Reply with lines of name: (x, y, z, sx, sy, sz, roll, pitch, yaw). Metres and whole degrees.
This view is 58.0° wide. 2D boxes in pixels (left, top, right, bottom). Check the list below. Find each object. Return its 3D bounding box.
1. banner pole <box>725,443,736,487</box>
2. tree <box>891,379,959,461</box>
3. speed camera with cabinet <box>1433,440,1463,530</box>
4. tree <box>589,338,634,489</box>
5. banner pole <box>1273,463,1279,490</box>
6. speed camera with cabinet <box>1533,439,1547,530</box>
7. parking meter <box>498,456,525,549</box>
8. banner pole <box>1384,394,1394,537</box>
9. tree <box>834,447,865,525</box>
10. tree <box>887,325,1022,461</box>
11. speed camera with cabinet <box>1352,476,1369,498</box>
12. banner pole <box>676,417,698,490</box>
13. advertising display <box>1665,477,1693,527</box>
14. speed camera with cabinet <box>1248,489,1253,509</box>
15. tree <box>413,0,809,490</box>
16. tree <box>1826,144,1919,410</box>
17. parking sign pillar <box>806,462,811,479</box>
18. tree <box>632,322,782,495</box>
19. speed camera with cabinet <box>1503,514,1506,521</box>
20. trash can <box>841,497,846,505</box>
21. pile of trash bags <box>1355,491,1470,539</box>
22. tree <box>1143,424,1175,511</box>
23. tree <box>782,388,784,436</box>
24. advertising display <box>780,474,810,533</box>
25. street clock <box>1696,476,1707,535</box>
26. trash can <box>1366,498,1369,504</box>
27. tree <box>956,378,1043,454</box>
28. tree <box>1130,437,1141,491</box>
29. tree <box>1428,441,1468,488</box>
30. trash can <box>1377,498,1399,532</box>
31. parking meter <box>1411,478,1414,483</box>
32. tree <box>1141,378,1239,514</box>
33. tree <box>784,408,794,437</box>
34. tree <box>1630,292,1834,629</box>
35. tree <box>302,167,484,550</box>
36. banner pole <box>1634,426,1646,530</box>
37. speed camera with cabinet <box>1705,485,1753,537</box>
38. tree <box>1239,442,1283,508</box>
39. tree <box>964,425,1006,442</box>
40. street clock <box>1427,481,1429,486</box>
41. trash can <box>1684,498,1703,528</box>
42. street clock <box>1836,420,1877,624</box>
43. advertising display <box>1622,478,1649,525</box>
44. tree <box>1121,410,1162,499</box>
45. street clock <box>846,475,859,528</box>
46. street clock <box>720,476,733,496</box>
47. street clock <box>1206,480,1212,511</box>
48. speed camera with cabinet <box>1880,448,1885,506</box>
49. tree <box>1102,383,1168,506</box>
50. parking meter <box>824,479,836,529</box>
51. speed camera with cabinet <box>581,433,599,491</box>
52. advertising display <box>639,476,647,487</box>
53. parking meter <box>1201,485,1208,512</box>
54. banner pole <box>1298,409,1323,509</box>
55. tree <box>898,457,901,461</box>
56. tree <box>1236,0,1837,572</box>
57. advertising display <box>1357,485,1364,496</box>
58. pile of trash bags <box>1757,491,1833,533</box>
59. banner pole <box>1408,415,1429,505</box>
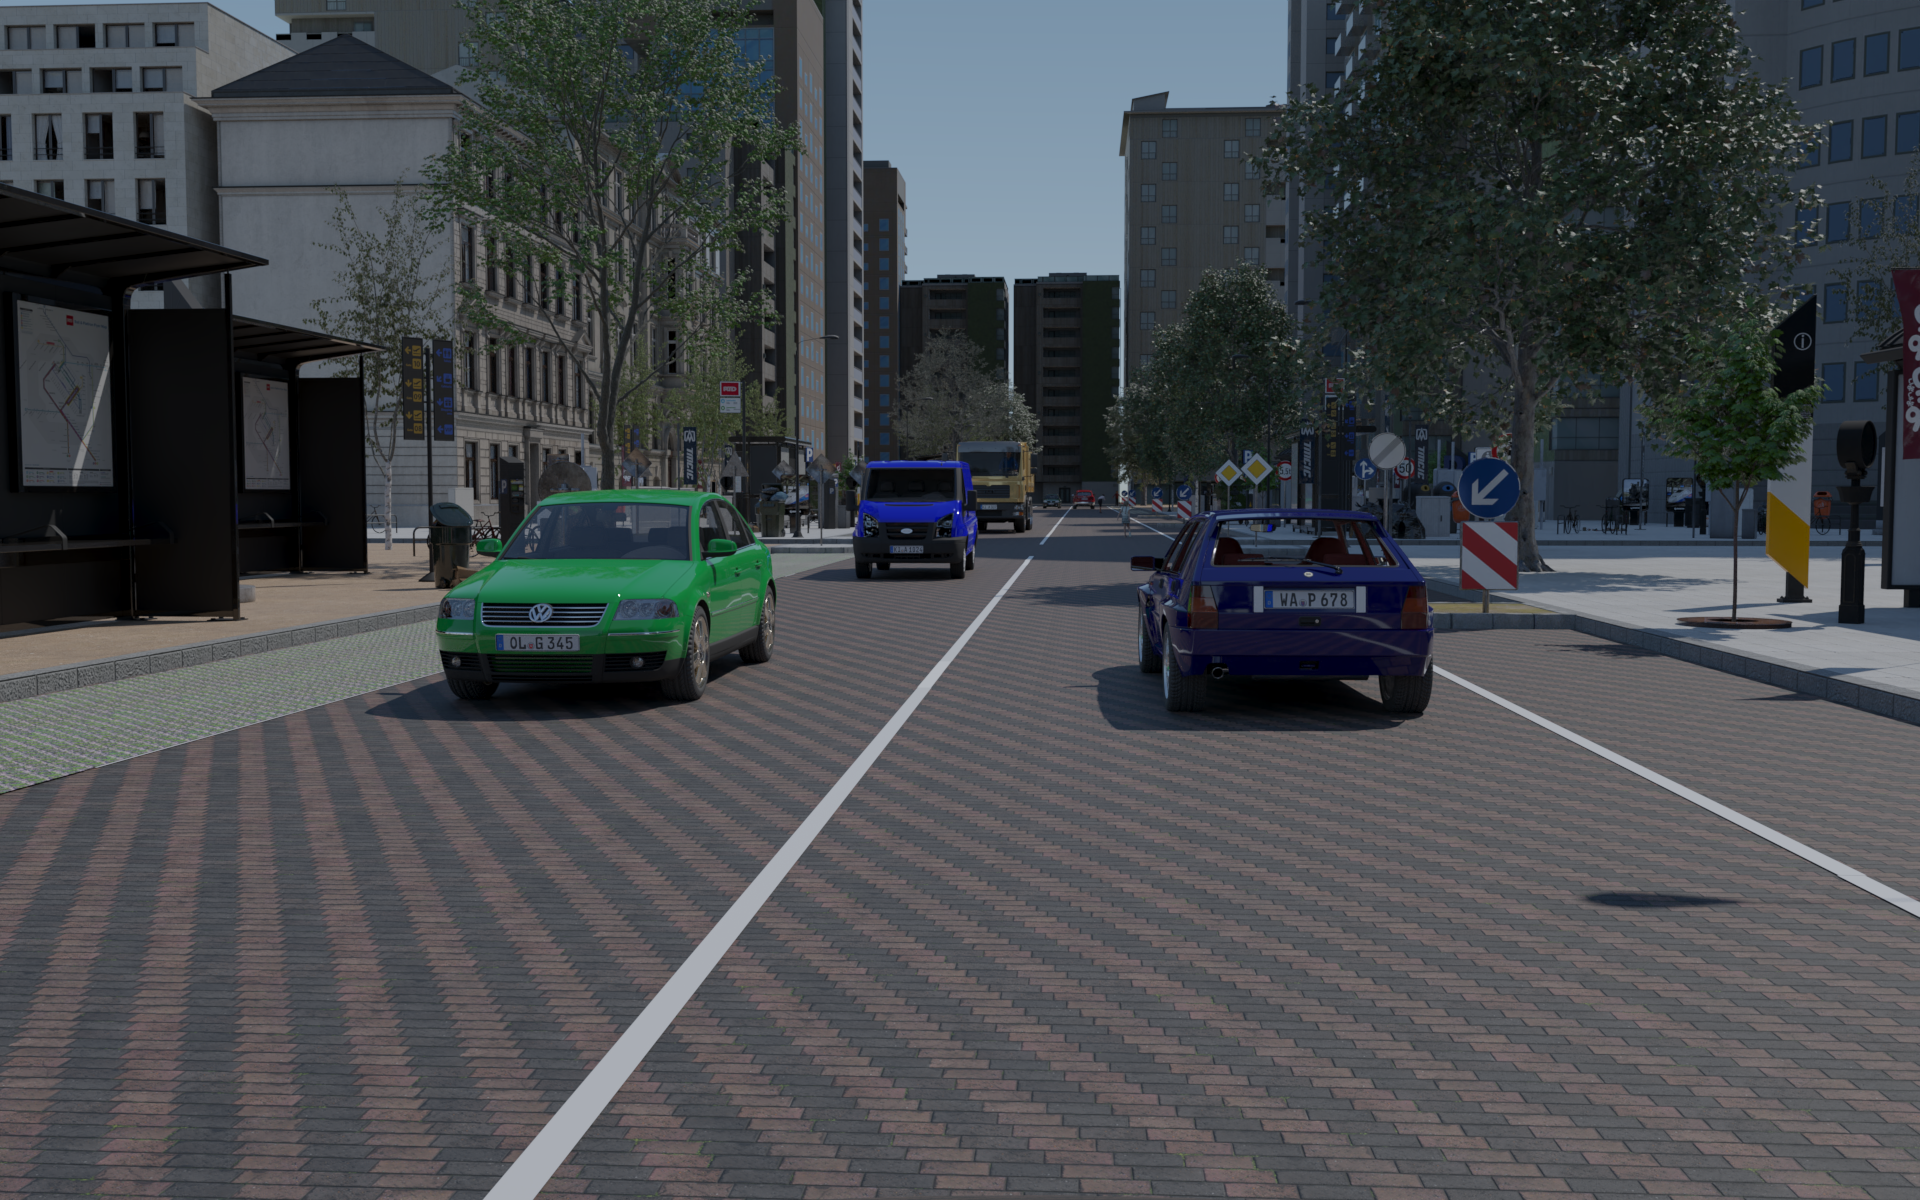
banner pole: (-10.193, -5.338, 77.290, 0.863, 3.779, 0.401, 2, 4, 34)
tree: (-2.004, -9.775, 110.189, 4.360, 8.622, 3.978, 0, 3, 0)
speed camera with cabinet: (17.606, -4.158, 62.319, 0.660, 3.252, 2.038, 0, 4, -1)
tree: (-14.755, -7.783, 77.614, 4.737, 8.622, 4.395, 0, 3, 0)
banner pole: (22.704, -8.157, 123.382, 0.863, 3.779, 0.401, 2, 4, 25)
speed camera with cabinet: (20.817, -4.207, 63.128, 0.660, 3.252, 2.038, 0, 4, 4)
parking meter: (-6.914, -1.288, 26.769, 0.255, 1.863, 0.399, -3, 5, -39)
banner pole: (9.555, -2.972, 38.617, 0.401, 3.779, 0.863, 2, 4, 29)
tree: (-4.627, -4.731, 71.949, 1.663, 3.219, 1.824, 0, 3, 0)
tree: (-0.297, -13.133, 125.099, 12.009, 13.543, 11.850, 0, 3, 0)
speed camera with cabinet: (20.785, -5.798, 89.139, 2.038, 3.252, 0.660, 0, 4, 6)
banner pole: (-8.955, -4.067, 56.512, 0.863, 3.779, 0.401, -2, 4, -29)
advertising display: (28.029, -3.809, 67.498, 0.974, 1.923, 0.123, 1, 4, 16)
speed camera with cabinet: (16.985, -6.540, 101.270, 0.660, 3.252, 2.038, 2, 4, 34)
tree: (-6.548, -6.512, 32.223, 9.928, 11.665, 9.643, 0, 3, 0)
tree: (20.740, -5.316, 37.280, 4.360, 8.622, 3.978, 0, 3, 0)
parking sign pillar: (-8.532, -6.312, 91.667, 1.447, 3.967, 1.447, 2, 4, 26)
tree: (-10.506, -7.468, 72.462, 4.737, 8.622, 4.395, 0, 3, 0)
speed camera with cabinet: (19.045, -4.086, 61.137, 2.038, 3.252, 0.660, -2, 4, -32)
trash can: (-5.838, -4.763, 89.530, 0.748, 1.137, 0.748, 0, 3, 0)
pile of trash bags: (12.975, -2.454, 49.881, 3.447, 1.369, 1.912, 1, 4, 13)
tree: (15.671, -10.949, 129.379, 4.360, 8.622, 3.978, 0, 3, 0)
tree: (-11.999, -8.225, 84.837, 4.737, 8.622, 4.395, 0, 3, 0)
advertising display: (-5.375, -3.139, 56.533, 0.974, 1.923, 0.123, 0, 4, 6)
street clock: (23.503, -3.068, 54.733, 0.471, 2.002, 0.358, 2, 4, 27)
trash can: (14.970, -3.120, 62.665, 0.748, 1.137, 0.748, 0, 3, 0)
tree: (4.203, -17.273, 189.066, 9.857, 13.997, 8.962, 0, 3, 0)
tree: (19.998, -14.331, 184.666, 4.737, 8.622, 4.395, 0, 3, 0)
tree: (30.139, -7.549, 107.135, 4.285, 4.588, 4.351, 0, 3, 0)
trash can: (13.847, -2.714, 56.035, 0.748, 1.137, 0.748, 0, 3, 0)
parking meter: (16.626, -3.511, 63.109, 0.255, 1.863, 0.399, -2, 4, -34)
tree: (13.440, -8.962, 96.894, 4.737, 8.622, 4.395, 0, 3, 0)
tree: (-12.590, -9.896, 112.168, 4.737, 8.622, 4.395, 0, 3, 0)
tree: (7.581, -1.351, 16.693, 1.663, 3.219, 1.824, 0, 3, 0)
tree: (-13.136, -5.472, 39.835, 4.360, 8.622, 3.978, 0, 3, 0)
banner pole: (24.302, -4.383, 61.683, 0.401, 3.779, 0.863, 1, 4, 14)
speed camera with cabinet: (23.505, -3.582, 52.897, 0.660, 3.252, 2.038, 0, 4, -1)
tree: (11.098, -4.258, 64.225, 1.663, 3.219, 1.824, 0, 3, 0)
tree: (2.495, -13.388, 169.259, 4.737, 8.622, 4.395, 0, 3, 0)
street clock: (24.243, -5.235, 90.170, 0.358, 2.002, 0.471, 1, 4, 22)
trash can: (27.788, -3.300, 65.600, 0.748, 1.137, 0.748, 0, 3, 0)
street clock: (8.842, -0.768, 17.120, 0.471, 2.002, 0.358, -3, 5, -44)
advertising display: (27.706, -4.032, 71.141, 0.974, 1.923, 0.123, 0, 4, 8)
tree: (18.694, -14.021, 163.654, 7.601, 10.594, 8.767, 0, 4, -7)
street clock: (-4.127, -3.783, 66.428, 0.471, 2.002, 0.358, 1, 4, 12)
street clock: (-9.235, -3.909, 68.476, 0.471, 2.002, 0.358, -1, 4, -20)
street clock: (13.185, -5.336, 91.816, 0.358, 2.002, 0.471, 1, 4, 9)
speed camera with cabinet: (18.212, -2.313, 32.161, 2.038, 3.252, 0.660, 0, 4, -8)
tree: (20.589, -17.521, 193.126, 9.857, 13.997, 8.962, 0, 3, 0)
parking meter: (-4.760, -3.525, 63.351, 0.399, 1.863, 0.255, -3, 5, -44)
speed camera with cabinet: (-11.985, -3.760, 55.814, 0.660, 3.252, 2.038, -1, 4, -10)
advertising display: (-11.741, -3.590, 63.904, 0.123, 1.923, 0.974, -2, 4, -25)
parking meter: (16.558, -6.819, 117.205, 0.399, 1.863, 0.255, -1, 4, -14)
banner pole: (10.266, -3.696, 50.453, 0.863, 3.779, 0.401, 0, 4, -6)
tree: (-3.033, -5.794, 89.333, 1.663, 3.219, 1.824, 0, 3, 0)
tree: (9.402, -6.814, 28.417, 9.611, 12.733, 9.660, 0, 3, 0)
advertising display: (27.013, -6.873, 117.585, 0.123, 1.923, 0.974, -3, 5, -43)
pile of trash bags: (27.518, -2.976, 58.407, 3.447, 1.369, 1.912, 2, 4, 33)
banner pole: (14.459, -3.967, 54.871, 0.863, 3.779, 0.401, -1, 4, -9)
